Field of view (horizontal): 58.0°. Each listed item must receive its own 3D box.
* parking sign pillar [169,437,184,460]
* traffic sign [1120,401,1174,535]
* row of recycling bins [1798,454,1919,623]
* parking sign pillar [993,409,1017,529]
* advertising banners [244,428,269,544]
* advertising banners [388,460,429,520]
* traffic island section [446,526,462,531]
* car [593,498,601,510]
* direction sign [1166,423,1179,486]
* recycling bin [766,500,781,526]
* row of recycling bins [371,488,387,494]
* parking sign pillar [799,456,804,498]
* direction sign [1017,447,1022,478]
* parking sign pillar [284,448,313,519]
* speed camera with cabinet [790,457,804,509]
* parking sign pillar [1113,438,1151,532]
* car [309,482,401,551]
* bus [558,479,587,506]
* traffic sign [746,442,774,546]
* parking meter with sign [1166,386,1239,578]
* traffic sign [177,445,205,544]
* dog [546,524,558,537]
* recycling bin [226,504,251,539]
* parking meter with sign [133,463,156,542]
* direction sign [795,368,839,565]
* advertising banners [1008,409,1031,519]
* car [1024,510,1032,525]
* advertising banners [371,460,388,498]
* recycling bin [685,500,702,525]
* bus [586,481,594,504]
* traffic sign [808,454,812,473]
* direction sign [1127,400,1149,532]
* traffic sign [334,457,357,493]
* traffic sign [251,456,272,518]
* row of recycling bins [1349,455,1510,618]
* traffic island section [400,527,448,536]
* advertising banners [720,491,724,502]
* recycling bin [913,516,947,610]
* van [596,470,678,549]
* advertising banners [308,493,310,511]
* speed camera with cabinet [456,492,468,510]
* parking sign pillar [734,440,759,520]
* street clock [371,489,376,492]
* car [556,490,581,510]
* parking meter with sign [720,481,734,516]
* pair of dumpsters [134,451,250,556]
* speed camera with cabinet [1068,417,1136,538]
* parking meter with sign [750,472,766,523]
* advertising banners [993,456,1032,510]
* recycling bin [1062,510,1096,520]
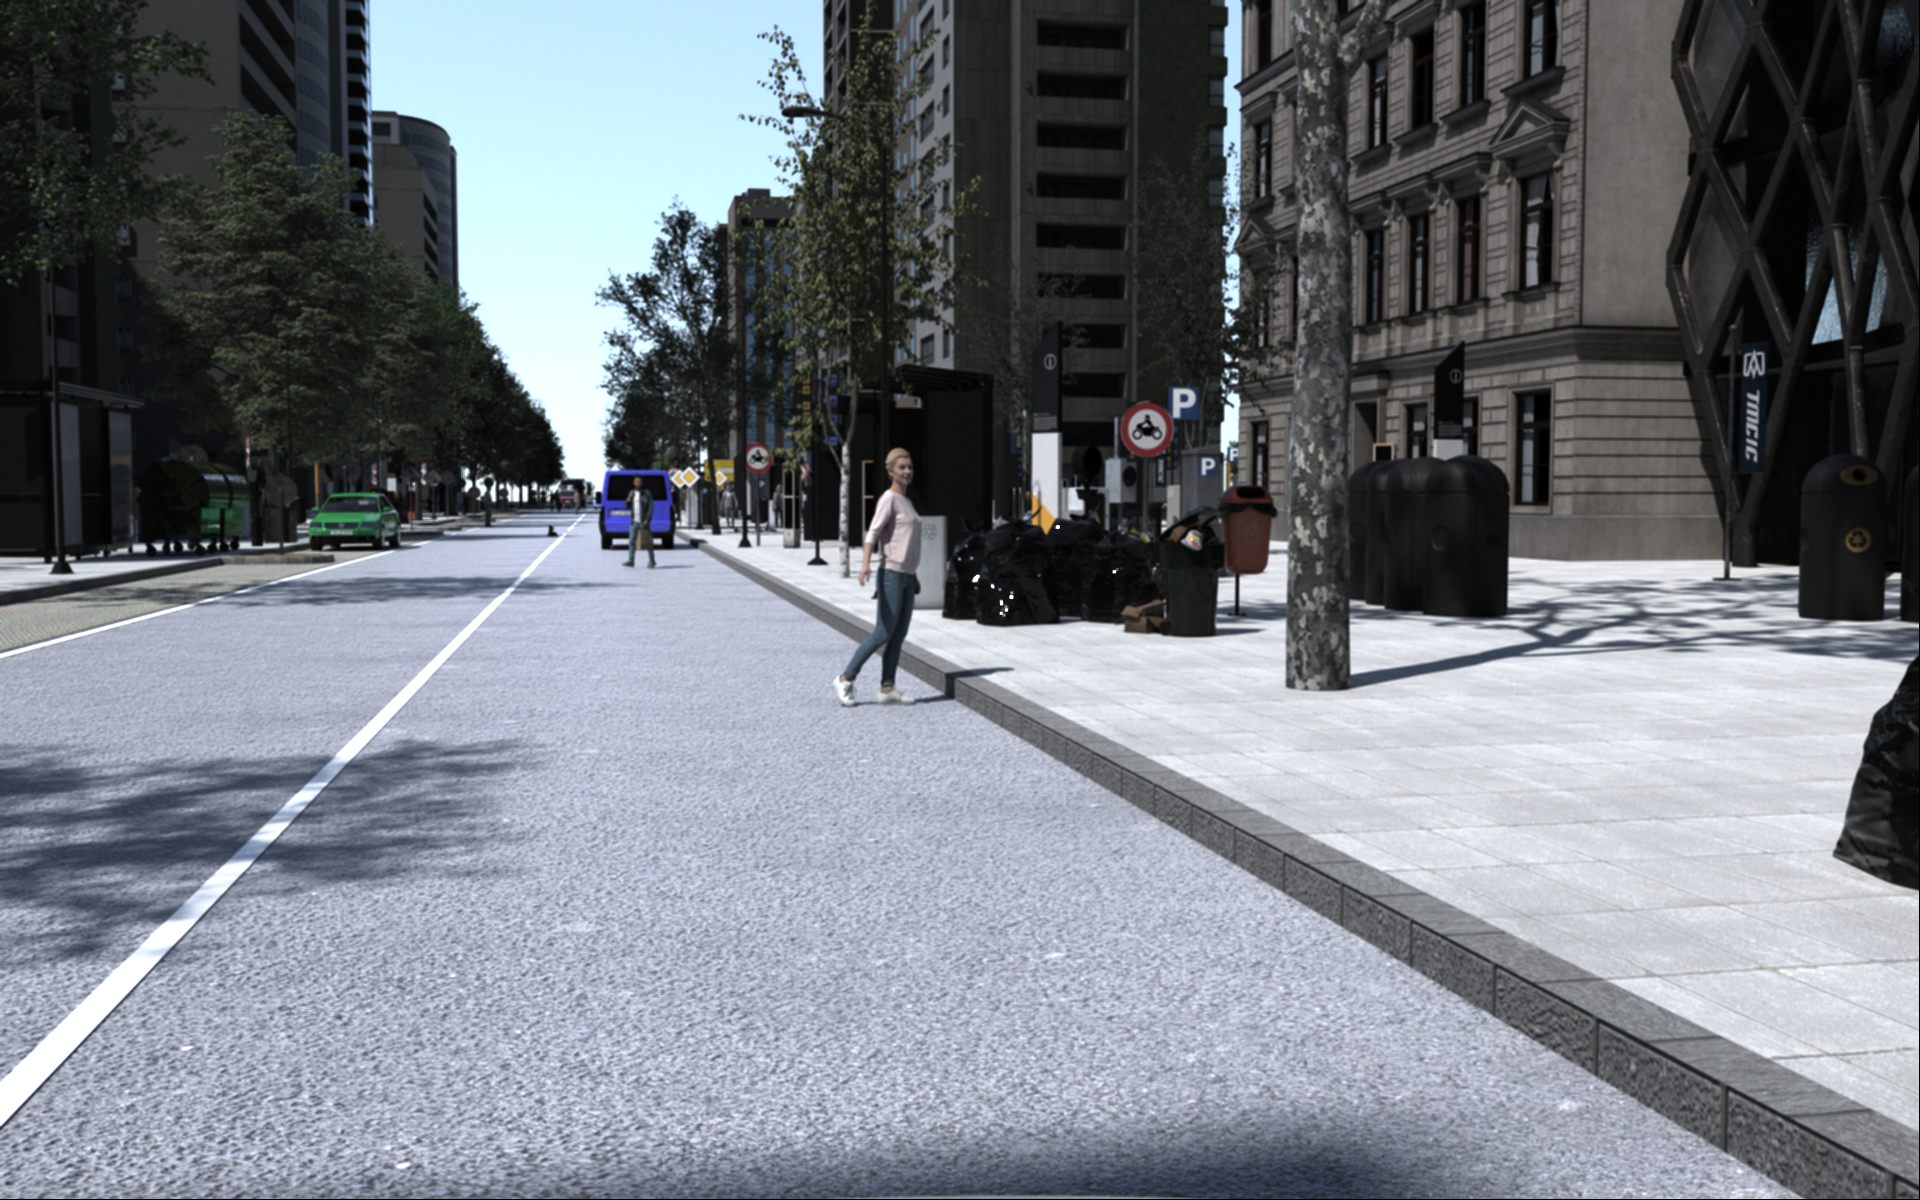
[{"bbox_3d":[-36.637,-5.709,81.816,1.447,3.967,1.447,-1,4,-12],"label":"parking sign pillar"},{"bbox_3d":[2.561,-1.454,23.874,0.768,2.556,0.104,-1,4,-11],"label":"traffic sign"},{"bbox_3d":[10.185,-0.609,17.070,3.534,1.692,1.069,3,4,38],"label":"row of recycling bins"},{"bbox_3d":[1.444,-4.097,55.464,1.447,3.967,1.447,-1,4,-12],"label":"parking sign pillar"},{"bbox_3d":[-18.483,-3.016,45.498,0.090,3.025,2.074,-3,4,-36],"label":"advertising banners"},{"bbox_3d":[-27.656,-5.562,87.134,2.074,3.025,0.090,1,4,9],"label":"advertising banners"},{"bbox_3d":[-20.662,-2.794,67.970,2.009,0.180,2.903,-1,4,-12],"label":"traffic island section"},{"bbox_3d":[-32.603,-9.111,158.562,1.945,1.707,3.694,-1,4,-12],"label":"car"},{"bbox_3d":[6.816,-3.892,55.623,0.379,3.537,0.876,-1,4,-17],"label":"direction sign"},{"bbox_3d":[-7.460,-3.556,70.693,0.722,1.027,0.722,1,4,17],"label":"recycling bin"},{"bbox_3d":[-41.219,-6.973,121.118,3.534,1.692,1.069,3,4,37],"label":"row of recycling bins"},{"bbox_3d":[-11.535,-8.227,122.984,1.447,3.967,1.447,1,4,18],"label":"parking sign pillar"},{"bbox_3d":[2.662,-5.630,84.052,0.876,3.537,0.379,-2,4,-26],"label":"direction sign"},{"bbox_3d":[-39.042,-6.930,101.773,1.447,3.967,1.447,0,4,5],"label":"parking sign pillar"},{"bbox_3d":[-7.676,-5.586,85.661,2.038,3.252,0.660,2,4,28],"label":"speed camera with cabinet"},{"bbox_3d":[5.788,-4.291,58.626,1.447,3.967,1.447,-3,4,-36],"label":"parking sign pillar"},{"bbox_3d":[-15.714,-2.219,45.069,1.959,1.807,4.718,-1,4,-10],"label":"car"},{"bbox_3d":[-44.565,-12.544,199.958,2.948,3.499,13.247,-1,4,-10],"label":"bus"},{"bbox_3d":[-4.984,-2.609,42.766,0.768,2.556,0.104,-1,4,-11],"label":"traffic sign"},{"bbox_3d":[3.778,-1.900,27.331,0.543,3.016,1.738,-1,4,-12],"label":"parking meter with sign"},{"bbox_3d":[-19.773,-2.724,44.644,0.768,2.556,0.104,-1,4,-9],"label":"traffic sign"},{"bbox_3d":[-13.742,-2.315,58.051,0.550,0.427,0.748,0,4,8],"label":"dog"},{"bbox_3d":[-20.726,-2.263,49.555,0.722,1.027,0.722,-1,4,-14],"label":"recycling bin"},{"bbox_3d":[-22.323,-3.037,45.922,1.738,3.016,0.543,-1,4,-8],"label":"parking meter with sign"},{"bbox_3d":[-2.586,-2.407,31.344,0.876,3.537,0.379,1,4,22],"label":"direction sign"},{"bbox_3d":[1.187,-2.377,35.060,0.090,3.025,2.074,1,4,11],"label":"advertising banners"},{"bbox_3d":[4.804,-3.528,69.678,4.499,1.417,2.014,-1,4,-13],"label":"car"},{"bbox_3d":[-29.057,-5.630,88.231,2.074,3.025,0.090,-2,4,-25],"label":"advertising banners"},{"bbox_3d":[-11.047,-3.651,72.242,0.722,1.027,0.722,-1,4,-17],"label":"recycling bin"},{"bbox_3d":[-53.374,-15.322,245.369,2.948,3.499,13.247,-1,4,-10],"label":"bus"},{"bbox_3d":[-4.063,-3.094,50.690,0.768,2.556,0.104,0,4,-5],"label":"traffic sign"},{"bbox_3d":[4.337,-3.077,42.313,0.379,3.537,0.876,-2,4,-29],"label":"direction sign"},{"bbox_3d":[-21.121,-3.635,59.538,0.768,2.556,0.104,0,4,-4],"label":"traffic sign"},{"bbox_3d":[-18.913,-2.734,46.828,0.606,2.300,0.079,0,4,-3],"label":"traffic sign"},{"bbox_3d":[5.204,-0.767,19.649,1.069,1.692,3.534,0,4,-4],"label":"row of recycling bins"},{"bbox_3d":[-19.057,-2.316,60.147,2.009,0.180,2.903,-1,4,-12],"label":"traffic island section"},{"bbox_3d":[-13.782,-6.646,104.846,2.074,3.025,0.090,-1,4,-22],"label":"advertising banners"},{"bbox_3d":[-0.524,-0.426,19.515,0.722,1.027,0.722,0,4,-4],"label":"recycling bin"},{"bbox_3d":[-8.695,-2.583,46.620,2.240,2.365,5.245,-1,4,-11],"label":"van"},{"bbox_3d":[-50.094,-8.212,130.459,2.074,3.025,0.090,-1,4,-16],"label":"advertising banners"},{"bbox_3d":[-39.881,-8.756,137.497,2.038,3.252,0.660,1,4,20],"label":"speed camera with cabinet"},{"bbox_3d":[-10.653,-6.016,86.841,1.447,3.967,1.447,1,4,14],"label":"parking sign pillar"},{"bbox_3d":[-36.167,-6.256,106.858,0.358,2.002,0.471,1,4,21],"label":"street clock"},{"bbox_3d":[-35.433,-9.053,156.694,2.281,1.827,5.304,-1,4,-11],"label":"car"},{"bbox_3d":[-13.233,-6.320,99.586,0.543,3.016,1.738,-3,5,-43],"label":"parking meter with sign"},{"bbox_3d":[-16.636,-2.147,37.603,1.574,2.255,4.437,-1,4,-11],"label":"pair of dumpsters"},{"bbox_3d":[3.640,-3.033,43.931,2.038,3.252,0.660,-3,5,-42],"label":"speed camera with cabinet"},{"bbox_3d":[-8.954,-4.940,77.022,0.543,3.016,1.738,-2,4,-30],"label":"parking meter with sign"},{"bbox_3d":[2.475,-5.082,79.271,2.074,3.025,0.090,2,4,25],"label":"advertising banners"},{"bbox_3d":[1.683,-0.874,26.838,0.722,1.027,0.722,0,4,-7],"label":"recycling bin"}]
